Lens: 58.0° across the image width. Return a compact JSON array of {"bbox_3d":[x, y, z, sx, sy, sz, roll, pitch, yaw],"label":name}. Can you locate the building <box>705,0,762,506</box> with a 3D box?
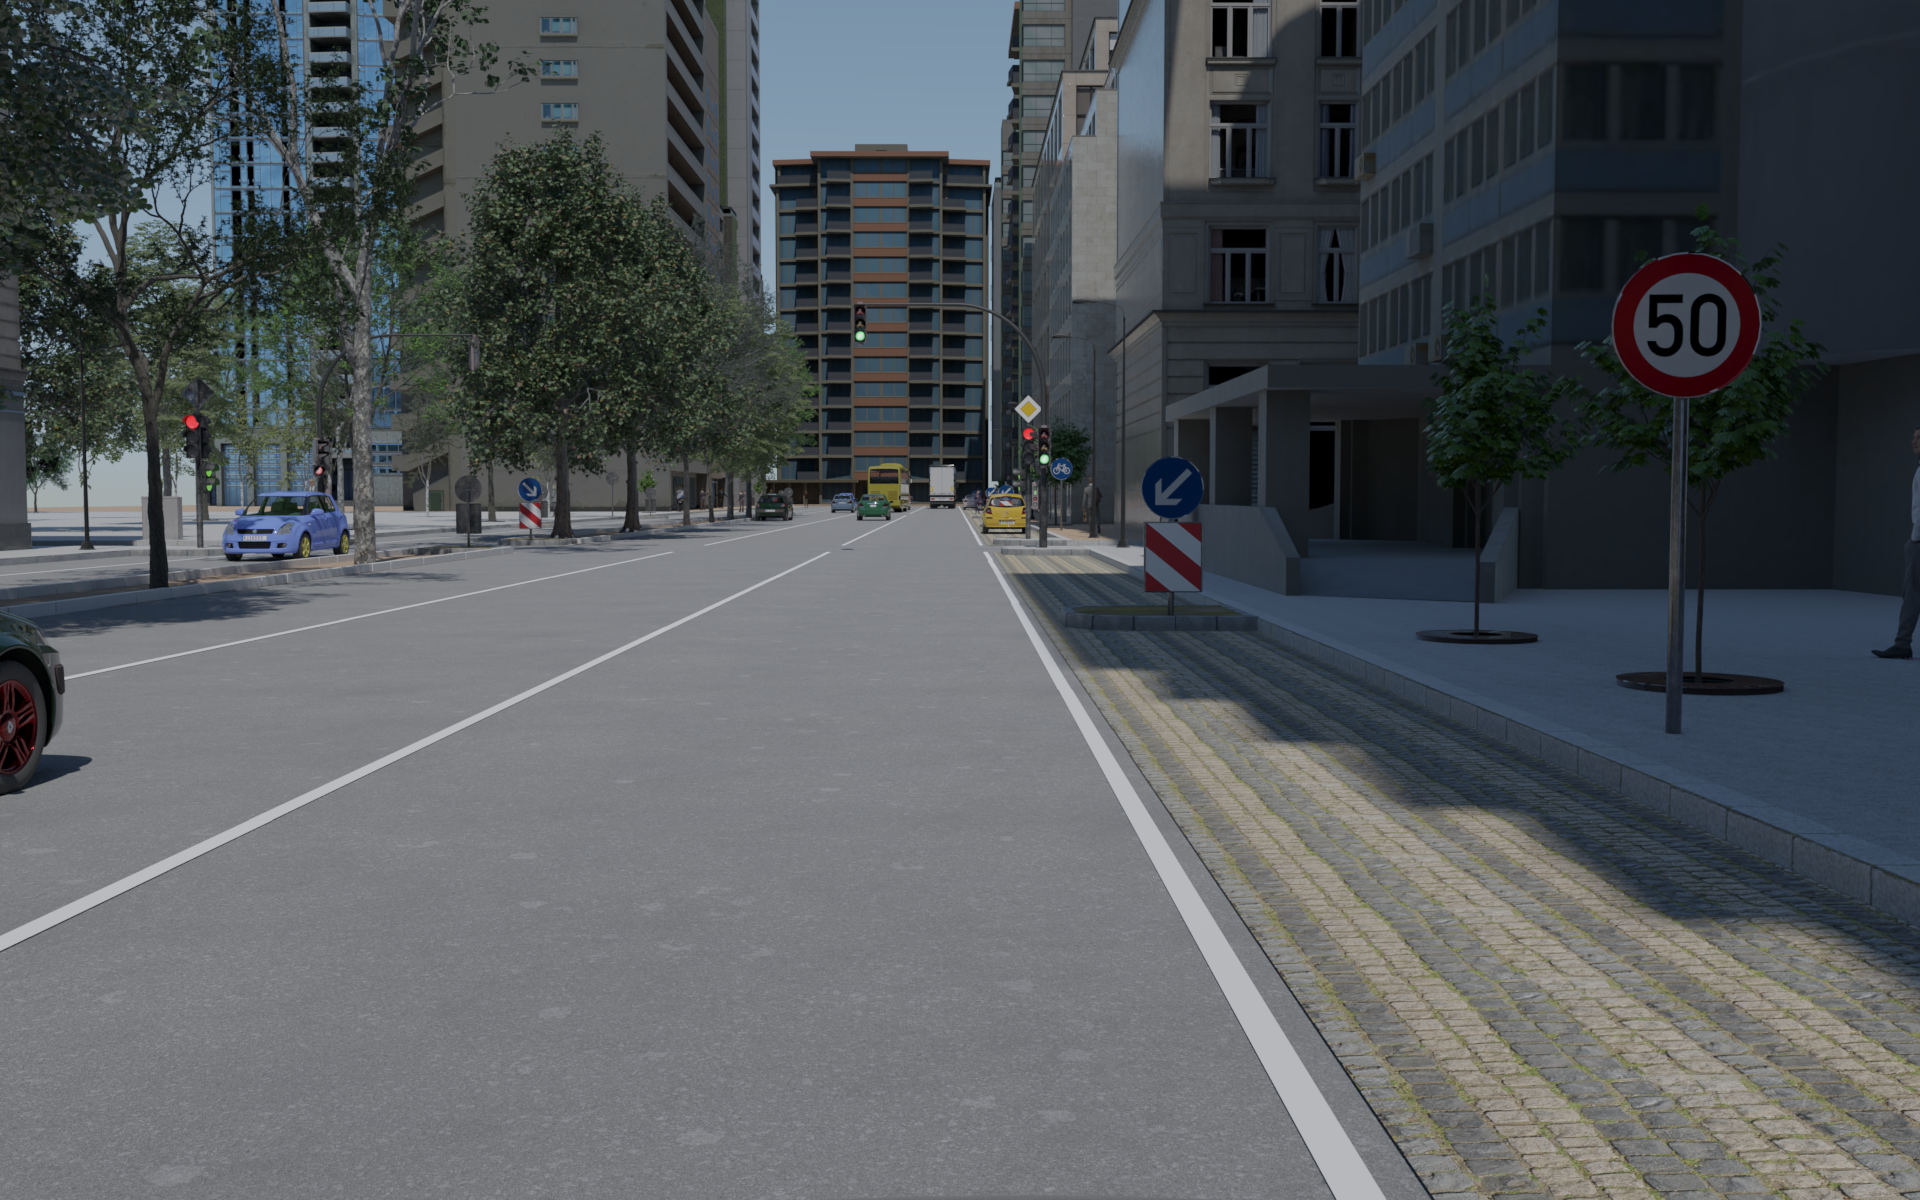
[{"bbox_3d":[-36.140,-39.525,188.237,28.212,58.520,21.231,0,4,0],"label":"building"}]

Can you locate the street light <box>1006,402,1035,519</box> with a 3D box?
[{"bbox_3d":[3.125,-7.040,87.644,1.470,5.913,1.316,0,4,0],"label":"street light"}]

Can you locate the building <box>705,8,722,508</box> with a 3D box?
[{"bbox_3d":[-28.963,-30.719,152.373,14.600,45.320,14.200,0,4,0],"label":"building"}]

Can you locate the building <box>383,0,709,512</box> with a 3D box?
[{"bbox_3d":[-31.744,-31.235,134.394,21.300,48.544,21.600,0,4,0],"label":"building"}]

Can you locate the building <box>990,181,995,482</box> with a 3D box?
[{"bbox_3d":[10.981,-32.584,216.337,14.086,41.232,14.154,0,4,0],"label":"building"}]

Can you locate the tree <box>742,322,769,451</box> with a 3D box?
[{"bbox_3d":[-12.044,-8.803,63.397,9.611,12.733,9.660,0,3,0],"label":"tree"}]

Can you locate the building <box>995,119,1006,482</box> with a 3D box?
[{"bbox_3d":[11.479,-31.106,192.175,14.154,41.232,14.086,0,4,0],"label":"building"}]

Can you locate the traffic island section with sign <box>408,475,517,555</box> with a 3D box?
[{"bbox_3d":[-11.975,-2.046,41.586,2.006,1.907,1.989,0,4,0],"label":"traffic island section with sign"}]

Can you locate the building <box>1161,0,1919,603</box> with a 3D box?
[{"bbox_3d":[20.180,-20.533,27.600,32.217,40.220,23.993,0,4,0],"label":"building"}]

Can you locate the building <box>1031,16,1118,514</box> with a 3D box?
[{"bbox_3d":[14.845,-18.526,107.409,19.350,26.468,34.151,0,4,0],"label":"building"}]

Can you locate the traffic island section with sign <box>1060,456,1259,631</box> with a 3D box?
[{"bbox_3d":[2.120,-0.631,18.950,1.989,1.847,2.006,0,4,0],"label":"traffic island section with sign"}]

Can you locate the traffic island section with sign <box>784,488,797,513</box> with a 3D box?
[{"bbox_3d":[-12.372,-7.094,124.131,2.006,1.907,1.989,0,4,0],"label":"traffic island section with sign"}]

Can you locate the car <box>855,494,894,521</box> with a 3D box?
[{"bbox_3d":[-4.707,-5.083,94.911,2.131,1.459,4.920,0,4,-2],"label":"car"}]

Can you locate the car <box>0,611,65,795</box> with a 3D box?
[{"bbox_3d":[-5.404,0.167,7.059,2.009,1.686,4.222,0,4,1],"label":"car"}]

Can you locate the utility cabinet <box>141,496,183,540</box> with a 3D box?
[{"bbox_3d":[-22.345,-2.285,48.524,1.020,1.237,0.306,0,4,-1],"label":"utility cabinet"}]

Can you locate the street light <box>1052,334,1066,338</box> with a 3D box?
[{"bbox_3d":[3.368,-4.766,50.473,1.470,5.913,1.316,0,4,0],"label":"street light"}]

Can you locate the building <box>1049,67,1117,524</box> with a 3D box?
[{"bbox_3d":[9.913,-13.906,82.114,10.420,20.320,16.860,0,4,0],"label":"building"}]

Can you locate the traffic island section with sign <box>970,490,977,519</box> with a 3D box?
[{"bbox_3d":[1.715,-5.678,101.466,1.989,1.847,2.006,0,4,0],"label":"traffic island section with sign"}]

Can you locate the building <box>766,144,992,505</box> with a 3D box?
[{"bbox_3d":[-10.511,-34.549,219.508,28.867,44.769,22.147,0,4,0],"label":"building"}]

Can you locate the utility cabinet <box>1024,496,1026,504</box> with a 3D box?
[{"bbox_3d":[3.525,-4.819,89.960,0.306,1.237,1.020,-1,4,-9],"label":"utility cabinet"}]

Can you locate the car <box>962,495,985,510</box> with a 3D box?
[{"bbox_3d":[1.214,-8.828,156.694,2.083,1.381,4.827,0,4,1],"label":"car"}]

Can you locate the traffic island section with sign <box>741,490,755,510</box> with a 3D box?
[{"bbox_3d":[-18.345,-8.790,152.350,1.989,1.847,2.006,0,4,0],"label":"traffic island section with sign"}]

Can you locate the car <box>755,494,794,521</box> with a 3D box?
[{"bbox_3d":[-9.961,-5.085,92.932,2.009,1.686,4.222,0,4,0],"label":"car"}]

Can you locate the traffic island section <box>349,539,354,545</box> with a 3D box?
[{"bbox_3d":[-18.178,-1.653,49.308,2.009,0.180,2.903,0,4,0],"label":"traffic island section"}]

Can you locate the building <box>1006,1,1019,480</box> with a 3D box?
[{"bbox_3d":[15.390,-30.592,154.804,22.147,44.769,28.867,0,4,0],"label":"building"}]

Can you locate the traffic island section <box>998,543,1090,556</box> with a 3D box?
[{"bbox_3d":[2.002,-1.170,41.415,2.009,0.180,2.903,0,4,0],"label":"traffic island section"}]

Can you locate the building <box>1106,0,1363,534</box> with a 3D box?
[{"bbox_3d":[20.128,-13.744,57.996,30.059,22.955,16.112,0,4,0],"label":"building"}]

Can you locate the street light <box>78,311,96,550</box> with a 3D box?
[{"bbox_3d":[-19.537,-4.106,39.667,1.470,5.913,1.316,0,4,0],"label":"street light"}]

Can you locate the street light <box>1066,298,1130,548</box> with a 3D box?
[{"bbox_3d":[3.361,-4.205,41.294,1.470,5.913,1.316,0,4,0],"label":"street light"}]

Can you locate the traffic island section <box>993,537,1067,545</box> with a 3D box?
[{"bbox_3d":[1.964,-1.659,49.400,2.009,0.180,2.903,0,4,0],"label":"traffic island section"}]

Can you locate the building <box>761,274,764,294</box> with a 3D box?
[{"bbox_3d":[-31.979,-27.157,215.716,14.107,30.474,14.160,0,4,0],"label":"building"}]

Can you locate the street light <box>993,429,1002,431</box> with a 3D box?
[{"bbox_3d":[3.061,-9.290,124.438,1.470,5.913,1.316,0,4,0],"label":"street light"}]

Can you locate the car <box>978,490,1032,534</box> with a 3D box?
[{"bbox_3d":[1.657,-3.229,63.023,2.015,1.641,3.980,0,3,0],"label":"car"}]

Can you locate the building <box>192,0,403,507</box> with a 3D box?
[{"bbox_3d":[-66.155,-53.436,186.352,31.000,86.520,22.319,0,4,0],"label":"building"}]

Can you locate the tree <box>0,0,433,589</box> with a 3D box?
[{"bbox_3d":[-11.734,-5.418,25.456,8.767,10.594,7.601,0,4,0],"label":"tree"}]

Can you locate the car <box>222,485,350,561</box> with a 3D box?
[{"bbox_3d":[-14.875,-1.754,38.277,1.945,1.707,3.694,0,3,0],"label":"car"}]

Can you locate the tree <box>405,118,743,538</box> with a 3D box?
[{"bbox_3d":[-12.164,-8.154,52.787,9.611,12.733,9.660,0,3,0],"label":"tree"}]

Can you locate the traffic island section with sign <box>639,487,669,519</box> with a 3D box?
[{"bbox_3d":[-18.100,-5.659,101.156,1.989,1.847,2.006,0,4,0],"label":"traffic island section with sign"}]

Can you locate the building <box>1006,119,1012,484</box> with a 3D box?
[{"bbox_3d":[12.340,-30.225,177.776,14.154,41.232,14.086,0,4,0],"label":"building"}]

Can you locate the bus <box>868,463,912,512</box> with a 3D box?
[{"bbox_3d":[-5.603,-8.965,138.131,2.896,3.916,12.252,0,4,2],"label":"bus"}]

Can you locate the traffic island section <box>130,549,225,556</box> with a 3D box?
[{"bbox_3d":[-18.139,-1.165,41.323,2.009,0.180,2.903,0,4,0],"label":"traffic island section"}]

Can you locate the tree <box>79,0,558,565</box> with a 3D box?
[{"bbox_3d":[-13.278,-10.825,35.343,12.611,20.169,13.585,0,3,0],"label":"tree"}]

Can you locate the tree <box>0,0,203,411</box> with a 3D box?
[{"bbox_3d":[-11.849,-6.515,15.629,9.857,13.997,8.962,0,3,0],"label":"tree"}]

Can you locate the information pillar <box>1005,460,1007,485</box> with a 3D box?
[{"bbox_3d":[3.147,-7.740,117.909,0.183,3.616,0.504,0,4,6],"label":"information pillar"}]

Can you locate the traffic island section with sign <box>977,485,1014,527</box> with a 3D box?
[{"bbox_3d":[1.854,-4.030,74.511,1.989,1.847,2.006,0,4,0],"label":"traffic island section with sign"}]

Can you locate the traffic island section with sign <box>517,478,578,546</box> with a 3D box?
[{"bbox_3d":[-12.001,-2.499,48.993,2.006,1.907,1.989,0,4,0],"label":"traffic island section with sign"}]

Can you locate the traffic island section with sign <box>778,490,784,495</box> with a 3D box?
[{"bbox_3d":[-18.468,-10.439,179.305,1.989,1.847,2.006,0,4,0],"label":"traffic island section with sign"}]

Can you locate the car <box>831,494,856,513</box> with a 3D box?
[{"bbox_3d":[-8.950,-7.377,132.608,2.014,1.417,4.499,0,4,-2],"label":"car"}]

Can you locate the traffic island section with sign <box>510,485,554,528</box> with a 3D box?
[{"bbox_3d":[-17.970,-3.993,73.913,1.989,1.847,2.006,0,4,0],"label":"traffic island section with sign"}]

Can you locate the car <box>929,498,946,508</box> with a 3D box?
[{"bbox_3d":[-2.382,-10.602,185.925,1.945,1.354,3.894,0,4,-2],"label":"car"}]

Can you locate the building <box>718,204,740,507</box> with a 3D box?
[{"bbox_3d":[-29.175,-24.174,166.952,14.160,30.474,14.107,0,4,0],"label":"building"}]

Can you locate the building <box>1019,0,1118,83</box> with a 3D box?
[{"bbox_3d":[11.485,-27.498,133.191,14.154,41.232,14.086,0,4,0],"label":"building"}]

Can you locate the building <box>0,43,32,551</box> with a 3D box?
[{"bbox_3d":[-30.424,-11.356,34.815,18.267,20.994,9.793,0,4,0],"label":"building"}]

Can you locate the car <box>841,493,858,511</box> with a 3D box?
[{"bbox_3d":[-9.633,-8.394,146.840,1.945,1.707,3.694,0,4,-2],"label":"car"}]

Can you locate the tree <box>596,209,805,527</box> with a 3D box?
[{"bbox_3d":[-11.772,-9.874,74.263,12.009,13.543,11.850,0,3,0],"label":"tree"}]
